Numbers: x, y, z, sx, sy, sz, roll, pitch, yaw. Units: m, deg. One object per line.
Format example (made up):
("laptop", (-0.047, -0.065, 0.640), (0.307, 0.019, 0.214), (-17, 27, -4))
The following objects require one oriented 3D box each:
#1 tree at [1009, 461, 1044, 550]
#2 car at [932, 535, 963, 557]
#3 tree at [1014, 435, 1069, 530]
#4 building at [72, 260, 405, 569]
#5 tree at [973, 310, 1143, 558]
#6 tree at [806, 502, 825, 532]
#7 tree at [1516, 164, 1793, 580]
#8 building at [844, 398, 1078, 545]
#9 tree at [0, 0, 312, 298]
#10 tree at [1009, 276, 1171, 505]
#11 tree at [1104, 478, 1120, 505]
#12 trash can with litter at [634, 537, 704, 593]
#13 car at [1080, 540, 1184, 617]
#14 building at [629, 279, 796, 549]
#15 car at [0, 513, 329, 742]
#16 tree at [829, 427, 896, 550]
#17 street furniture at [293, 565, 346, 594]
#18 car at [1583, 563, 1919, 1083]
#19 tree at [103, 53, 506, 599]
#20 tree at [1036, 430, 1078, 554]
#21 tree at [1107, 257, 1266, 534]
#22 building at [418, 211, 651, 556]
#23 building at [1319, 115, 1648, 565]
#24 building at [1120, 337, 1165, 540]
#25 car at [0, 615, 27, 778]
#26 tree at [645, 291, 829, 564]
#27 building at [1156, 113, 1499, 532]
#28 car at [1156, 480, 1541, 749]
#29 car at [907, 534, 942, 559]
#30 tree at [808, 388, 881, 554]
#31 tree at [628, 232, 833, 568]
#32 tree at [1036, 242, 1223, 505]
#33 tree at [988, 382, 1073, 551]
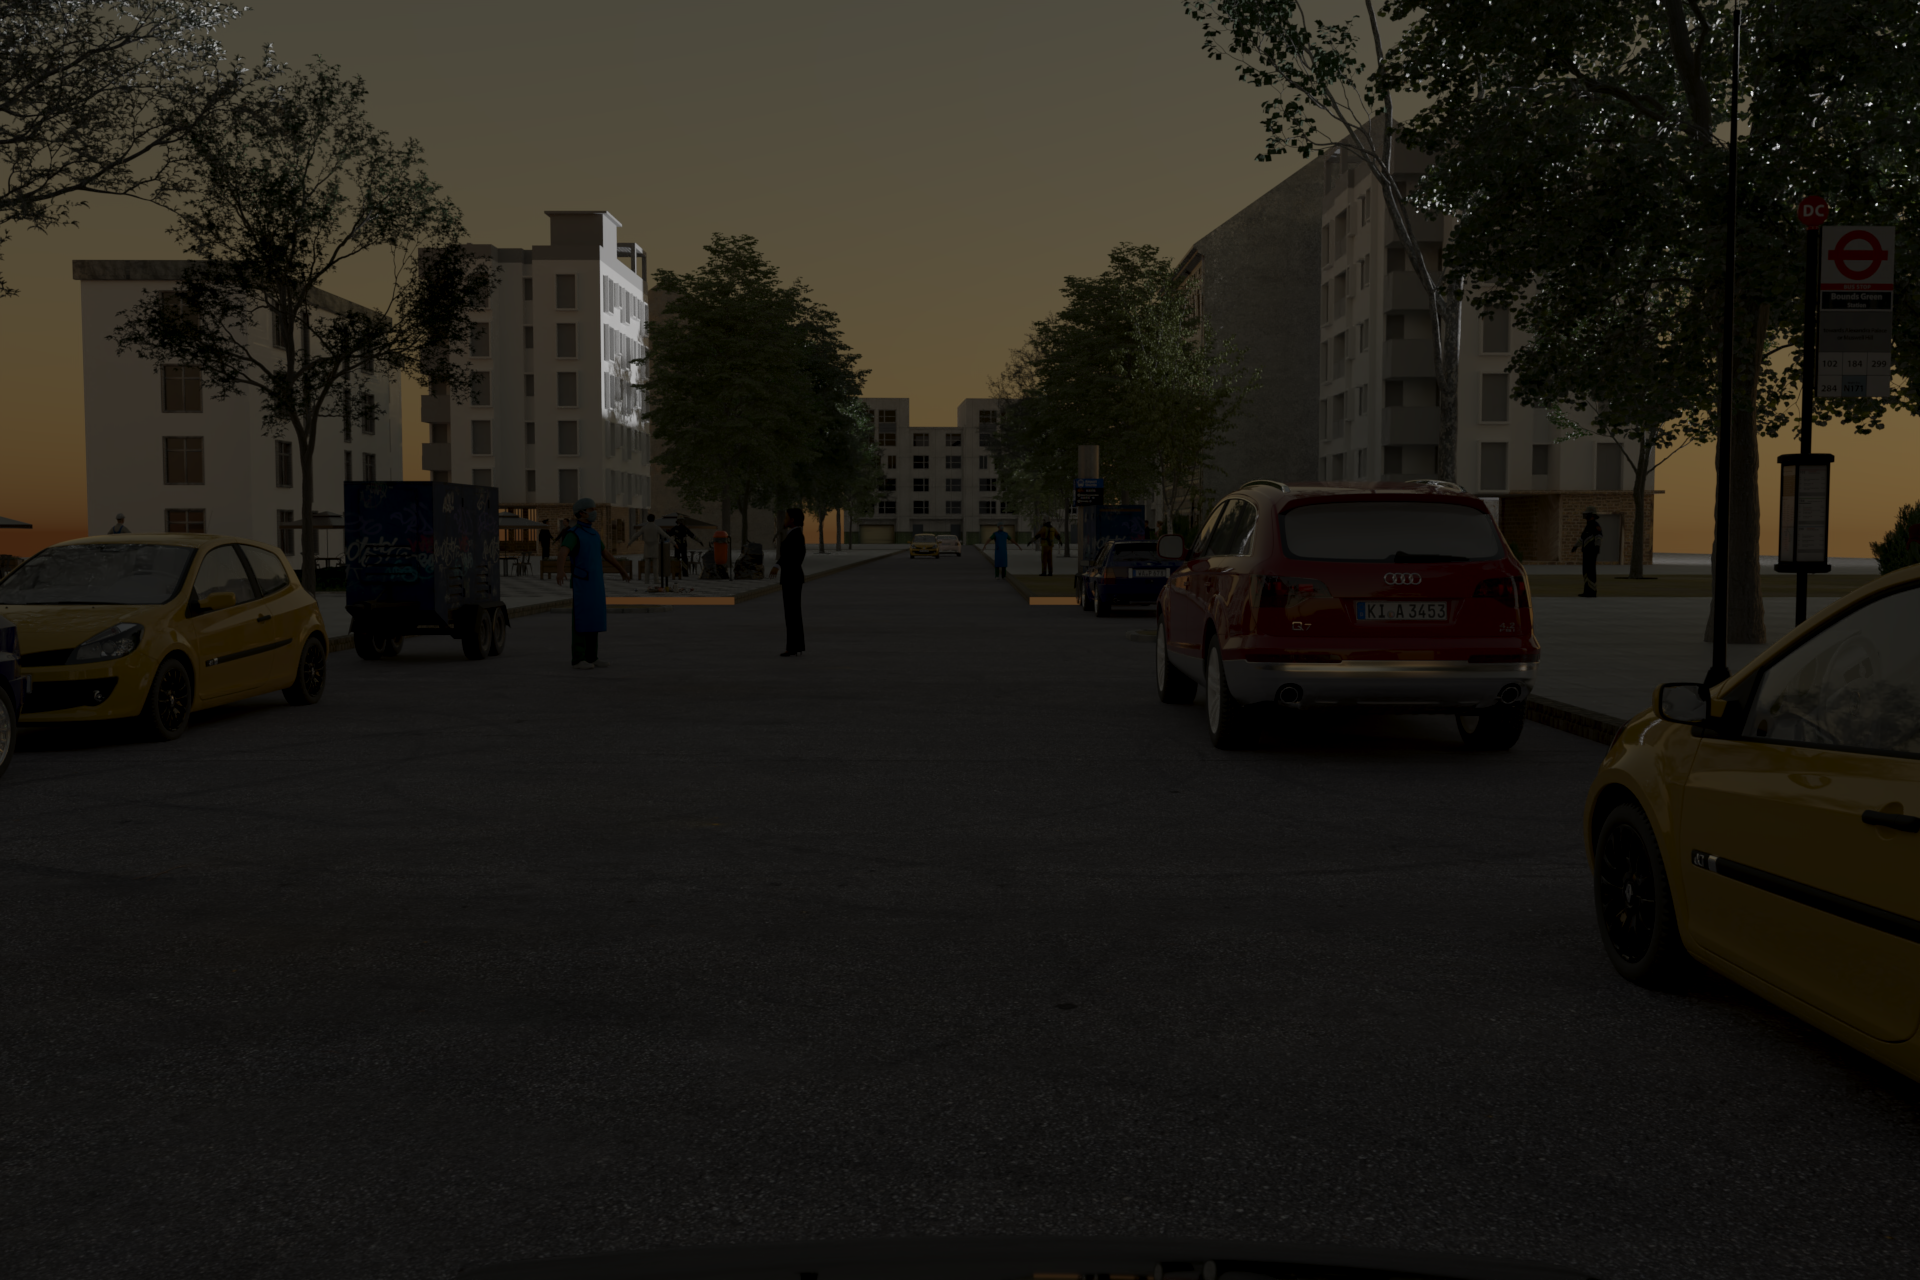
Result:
("tree", (5.968, -11.561, 139.380), (4.360, 8.622, 3.978), (0, 3, 0))
("car", (-0.867, -6.041, 111.137), (2.083, 1.381, 4.827), (0, 4, -1))
("tree", (6.030, -10.279, 118.421), (4.737, 8.622, 4.395), (0, 3, 0))
("building", (-26.529, -7.648, 67.190), (9.099, 9.664, 28.070), (0, 4, -1))
("tree", (5.821, -11.283, 94.851), (12.009, 13.543, 11.850), (0, 3, 0))
("tree", (-18.535, -17.110, 230.103), (4.737, 8.622, 4.395), (0, 3, 0))
("tree", (19.364, -7.534, 48.943), (9.928, 11.665, 9.643), (0, 3, 0))
("building", (0.206, -22.195, 231.806), (31.486, 18.905, 16.747), (0, 4, -4))
("tree", (-12.787, -6.649, 19.084), (12.009, 13.543, 11.850), (0, 3, 0))
("tree", (6.051, -9.721, 77.072), (7.486, 12.596, 7.792), (0, 3, 0))
("tree", (21.113, -17.875, 226.675), (7.601, 10.594, 8.767), (0, 4, -3))
("trash can with litter", (-6.427, -1.692, 38.721), (1.678, 1.210, 2.233), (0, 4, 1))
("car", (3.166, -1.135, 31.139), (1.945, 1.354, 3.894), (0, 4, -1))
("building", (-25.087, -20.016, 158.191), (19.493, 23.208, 18.063), (0, 4, 1))
("car", (-6.278, -0.181, 13.185), (2.015, 1.641, 3.980), (0, 4, 0))
("tree", (-8.689, -12.672, 141.599), (7.601, 10.594, 8.767), (-2, 4, -28))
("street furniture", (-15.667, -1.608, 41.909), (5.734, 0.657, 10.072), (-3, 5, -42))
("car", (2.976, 0.359, 4.352), (2.015, 1.641, 3.980), (0, 4, -1))
("tree", (-12.240, -6.025, 32.927), (8.767, 10.594, 7.601), (1, 4, 22))
("tree", (6.175, -9.753, 109.826), (4.360, 8.622, 3.978), (0, 3, 0))
("tree", (5.705, -5.850, 46.005), (4.737, 8.622, 4.395), (0, 3, 0))
("building", (-25.659, -15.065, 102.733), (16.016, 20.090, 11.380), (0, 3, 0))
("building", (22.862, -13.941, 84.348), (16.016, 20.090, 11.380), (0, 4, 0))
("building", (24.508, -17.843, 158.189), (16.747, 18.905, 31.486), (0, 3, 0))
("car", (-6.377, 0.246, 8.562), (1.945, 1.354, 3.894), (0, 3, 0))
("tree", (-9.468, -9.122, 74.893), (9.928, 11.665, 9.643), (0, 3, 0))
("building", (21.977, -16.432, 99.584), (19.493, 23.208, 18.063), (0, 4, 0))
("car", (2.698, -0.269, 13.078), (2.281, 1.827, 5.304), (0, 4, 0))
("car", (-2.066, -5.606, 101.881), (2.015, 1.641, 3.980), (0, 4, 0))
("tree", (-9.052, -11.477, 113.399), (9.928, 11.665, 9.643), (0, 3, 0))
("tree", (-8.661, -9.002, 65.312), (7.486, 12.596, 7.792), (0, 3, 0))
("tree", (6.779, -9.134, 67.466), (7.486, 12.596, 7.792), (0, 3, 0))
("tree", (5.694, -12.891, 128.898), (7.486, 12.596, 7.792), (0, 3, 0))
